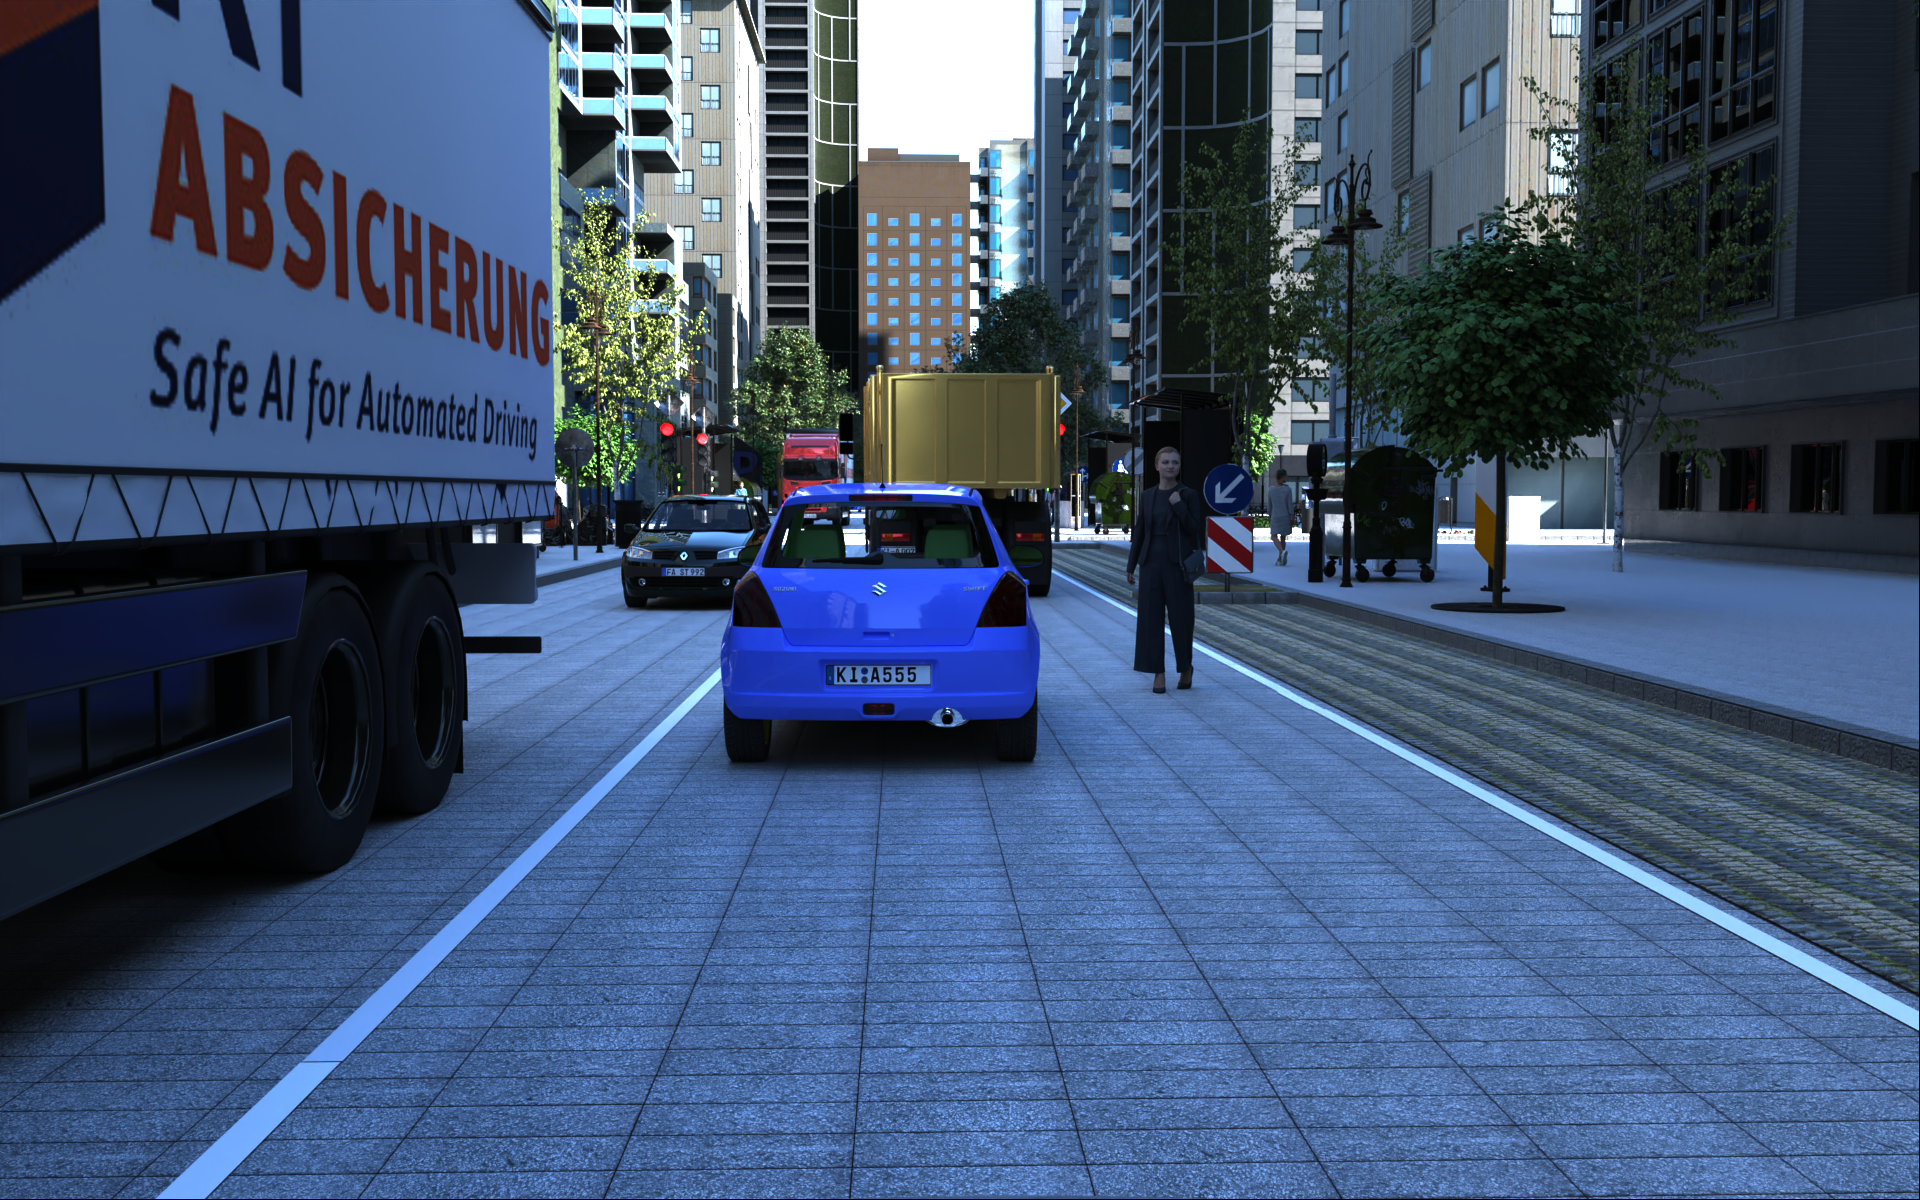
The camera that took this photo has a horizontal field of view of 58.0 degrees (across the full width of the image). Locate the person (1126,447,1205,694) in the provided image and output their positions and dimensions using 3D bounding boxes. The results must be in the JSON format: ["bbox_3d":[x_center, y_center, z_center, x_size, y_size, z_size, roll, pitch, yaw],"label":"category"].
[{"bbox_3d":[1.494,-0.226,12.609,0.576,1.772,0.534,0,4,7],"label":"person"}]

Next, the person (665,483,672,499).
[{"bbox_3d":[-14.240,-4.818,84.844,0.620,1.820,0.660,1,4,9],"label":"person"}]

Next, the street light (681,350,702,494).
[{"bbox_3d":[-8.466,-5.012,54.738,0.468,5.910,1.993,0,4,-2],"label":"street light"}]

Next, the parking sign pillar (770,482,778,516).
[{"bbox_3d":[-10.872,-6.932,101.809,1.447,3.967,1.447,0,4,-8],"label":"parking sign pillar"}]

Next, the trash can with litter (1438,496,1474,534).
[{"bbox_3d":[15.857,-2.728,55.659,1.678,1.210,2.233,-3,5,-41],"label":"trash can with litter"}]

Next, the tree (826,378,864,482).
[{"bbox_3d":[-12.476,-15.187,166.440,7.486,12.596,7.792,0,3,0],"label":"tree"}]

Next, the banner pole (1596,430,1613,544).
[{"bbox_3d":[16.722,-3.353,44.846,0.401,3.779,0.863,1,4,19],"label":"banner pole"}]

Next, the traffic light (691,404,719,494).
[{"bbox_3d":[-7.938,-3.970,53.830,0.839,4.253,0.868,0,4,-2],"label":"traffic light"}]

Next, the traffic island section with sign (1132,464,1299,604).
[{"bbox_3d":[3.371,-0.898,23.316,1.989,1.847,2.006,0,4,-2],"label":"traffic island section with sign"}]

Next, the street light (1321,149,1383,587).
[{"bbox_3d":[5.332,-3.116,23.727,0.468,5.910,1.993,0,4,-2],"label":"street light"}]

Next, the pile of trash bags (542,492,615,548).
[{"bbox_3d":[-9.711,-2.029,42.932,1.912,1.369,3.447,0,4,3],"label":"pile of trash bags"}]

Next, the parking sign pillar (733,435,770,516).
[{"bbox_3d":[-9.662,-5.523,78.772,1.447,3.967,1.447,1,4,9],"label":"parking sign pillar"}]

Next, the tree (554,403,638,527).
[{"bbox_3d":[-13.729,-4.823,62.562,4.285,4.588,4.351,0,3,0],"label":"tree"}]

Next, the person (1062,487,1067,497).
[{"bbox_3d":[8.401,-8.408,143.145,1.348,1.869,0.705,3,5,39],"label":"person"}]

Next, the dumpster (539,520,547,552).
[{"bbox_3d":[-9.746,-1.950,37.633,1.264,1.857,1.865,0,4,-2],"label":"dumpster"}]

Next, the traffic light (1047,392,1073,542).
[{"bbox_3d":[2.575,-3.503,46.196,0.839,4.253,0.868,0,4,-2],"label":"traffic light"}]

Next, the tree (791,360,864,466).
[{"bbox_3d":[-12.265,-14.978,155.258,12.009,13.543,11.850,0,3,0],"label":"tree"}]

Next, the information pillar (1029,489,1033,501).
[{"bbox_3d":[3.348,-5.531,81.788,0.183,3.616,0.504,2,4,25],"label":"information pillar"}]

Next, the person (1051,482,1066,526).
[{"bbox_3d":[3.895,-3.870,69.498,0.721,1.800,0.419,2,4,25],"label":"person"}]

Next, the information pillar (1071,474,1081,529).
[{"bbox_3d":[4.234,-3.604,63.425,0.304,2.012,0.304,1,4,18],"label":"information pillar"}]

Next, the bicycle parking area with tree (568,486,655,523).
[{"bbox_3d":[-16.865,-5.681,79.888,9.016,4.147,8.231,1,4,19],"label":"bicycle parking area with tree"}]

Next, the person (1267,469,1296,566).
[{"bbox_3d":[5.729,-1.468,30.793,0.466,1.731,0.760,-1,4,-11],"label":"person"}]

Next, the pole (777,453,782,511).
[{"bbox_3d":[-9.068,-5.701,87.056,0.158,3.312,0.155,0,3,0],"label":"pole"}]

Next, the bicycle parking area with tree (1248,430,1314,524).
[{"bbox_3d":[12.417,-5.413,75.512,9.016,4.147,8.231,3,5,44],"label":"bicycle parking area with tree"}]

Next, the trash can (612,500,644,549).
[{"bbox_3d":[-7.801,-1.779,40.743,0.748,1.137,0.748,0,3,0],"label":"trash can"}]

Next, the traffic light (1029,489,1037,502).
[{"bbox_3d":[2.317,-3.991,54.176,0.839,4.253,0.868,0,4,-2],"label":"traffic light"}]

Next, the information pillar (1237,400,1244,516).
[{"bbox_3d":[6.610,-3.084,41.774,0.504,3.616,0.183,0,4,7],"label":"information pillar"}]

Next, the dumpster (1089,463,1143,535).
[{"bbox_3d":[4.938,-3.200,54.806,1.502,2.255,1.985,0,4,-2],"label":"dumpster"}]

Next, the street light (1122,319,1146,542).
[{"bbox_3d":[4.595,-4.471,45.896,0.468,5.910,1.993,0,4,-2],"label":"street light"}]

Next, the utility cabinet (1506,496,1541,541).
[{"bbox_3d":[15.253,-2.197,47.087,1.020,1.237,0.306,-1,4,-19],"label":"utility cabinet"}]

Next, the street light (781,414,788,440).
[{"bbox_3d":[-9.896,-7.693,98.564,0.468,5.910,1.993,0,4,-2],"label":"street light"}]

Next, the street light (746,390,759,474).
[{"bbox_3d":[-9.144,-6.353,76.652,0.468,5.910,1.993,0,4,-2],"label":"street light"}]

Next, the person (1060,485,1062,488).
[{"bbox_3d":[6.255,-6.288,108.732,0.514,1.842,0.818,1,4,18],"label":"person"}]

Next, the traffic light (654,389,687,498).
[{"bbox_3d":[-7.680,-3.482,45.849,0.839,4.253,0.868,0,4,-2],"label":"traffic light"}]

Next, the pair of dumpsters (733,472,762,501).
[{"bbox_3d":[-9.313,-4.325,73.208,1.574,2.255,4.437,0,4,-2],"label":"pair of dumpsters"}]

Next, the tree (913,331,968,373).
[{"bbox_3d":[-1.132,-21.267,203.604,12.611,20.169,13.585,0,3,0],"label":"tree"}]

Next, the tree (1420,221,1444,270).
[{"bbox_3d":[10.055,-5.620,42.243,4.737,8.622,4.395,0,3,0],"label":"tree"}]

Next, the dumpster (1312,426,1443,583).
[{"bbox_3d":[6.221,-1.429,25.855,1.502,2.255,1.985,0,4,-2],"label":"dumpster"}]

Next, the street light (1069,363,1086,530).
[{"bbox_3d":[4.118,-5.402,61.114,0.468,5.910,1.993,0,4,-2],"label":"street light"}]

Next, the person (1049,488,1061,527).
[{"bbox_3d":[3.861,-3.778,68.402,0.643,1.750,0.593,-1,4,-18],"label":"person"}]

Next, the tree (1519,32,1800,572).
[{"bbox_3d":[10.869,-4.751,28.043,4.737,8.622,4.395,0,3,0],"label":"tree"}]

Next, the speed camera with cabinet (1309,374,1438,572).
[{"bbox_3d":[6.832,-2.099,28.656,2.038,3.252,0.660,0,4,6],"label":"speed camera with cabinet"}]

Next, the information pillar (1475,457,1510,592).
[{"bbox_3d":[7.014,-1.923,22.794,0.183,3.616,0.504,-2,4,-30],"label":"information pillar"}]

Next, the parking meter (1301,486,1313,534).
[{"bbox_3d":[11.232,-2.910,55.984,0.372,1.533,0.369,0,3,0],"label":"parking meter"}]

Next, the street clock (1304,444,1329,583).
[{"bbox_3d":[5.177,-1.259,25.158,0.358,2.002,0.471,1,4,21],"label":"street clock"}]

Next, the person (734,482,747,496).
[{"bbox_3d":[-8.846,-3.884,69.897,0.601,1.785,0.444,-1,4,-19],"label":"person"}]

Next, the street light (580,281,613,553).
[{"bbox_3d":[-7.887,-3.972,37.724,0.468,5.910,1.993,0,4,-2],"label":"street light"}]

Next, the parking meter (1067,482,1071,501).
[{"bbox_3d":[5.331,-4.751,83.393,0.255,1.863,0.399,2,4,27],"label":"parking meter"}]
